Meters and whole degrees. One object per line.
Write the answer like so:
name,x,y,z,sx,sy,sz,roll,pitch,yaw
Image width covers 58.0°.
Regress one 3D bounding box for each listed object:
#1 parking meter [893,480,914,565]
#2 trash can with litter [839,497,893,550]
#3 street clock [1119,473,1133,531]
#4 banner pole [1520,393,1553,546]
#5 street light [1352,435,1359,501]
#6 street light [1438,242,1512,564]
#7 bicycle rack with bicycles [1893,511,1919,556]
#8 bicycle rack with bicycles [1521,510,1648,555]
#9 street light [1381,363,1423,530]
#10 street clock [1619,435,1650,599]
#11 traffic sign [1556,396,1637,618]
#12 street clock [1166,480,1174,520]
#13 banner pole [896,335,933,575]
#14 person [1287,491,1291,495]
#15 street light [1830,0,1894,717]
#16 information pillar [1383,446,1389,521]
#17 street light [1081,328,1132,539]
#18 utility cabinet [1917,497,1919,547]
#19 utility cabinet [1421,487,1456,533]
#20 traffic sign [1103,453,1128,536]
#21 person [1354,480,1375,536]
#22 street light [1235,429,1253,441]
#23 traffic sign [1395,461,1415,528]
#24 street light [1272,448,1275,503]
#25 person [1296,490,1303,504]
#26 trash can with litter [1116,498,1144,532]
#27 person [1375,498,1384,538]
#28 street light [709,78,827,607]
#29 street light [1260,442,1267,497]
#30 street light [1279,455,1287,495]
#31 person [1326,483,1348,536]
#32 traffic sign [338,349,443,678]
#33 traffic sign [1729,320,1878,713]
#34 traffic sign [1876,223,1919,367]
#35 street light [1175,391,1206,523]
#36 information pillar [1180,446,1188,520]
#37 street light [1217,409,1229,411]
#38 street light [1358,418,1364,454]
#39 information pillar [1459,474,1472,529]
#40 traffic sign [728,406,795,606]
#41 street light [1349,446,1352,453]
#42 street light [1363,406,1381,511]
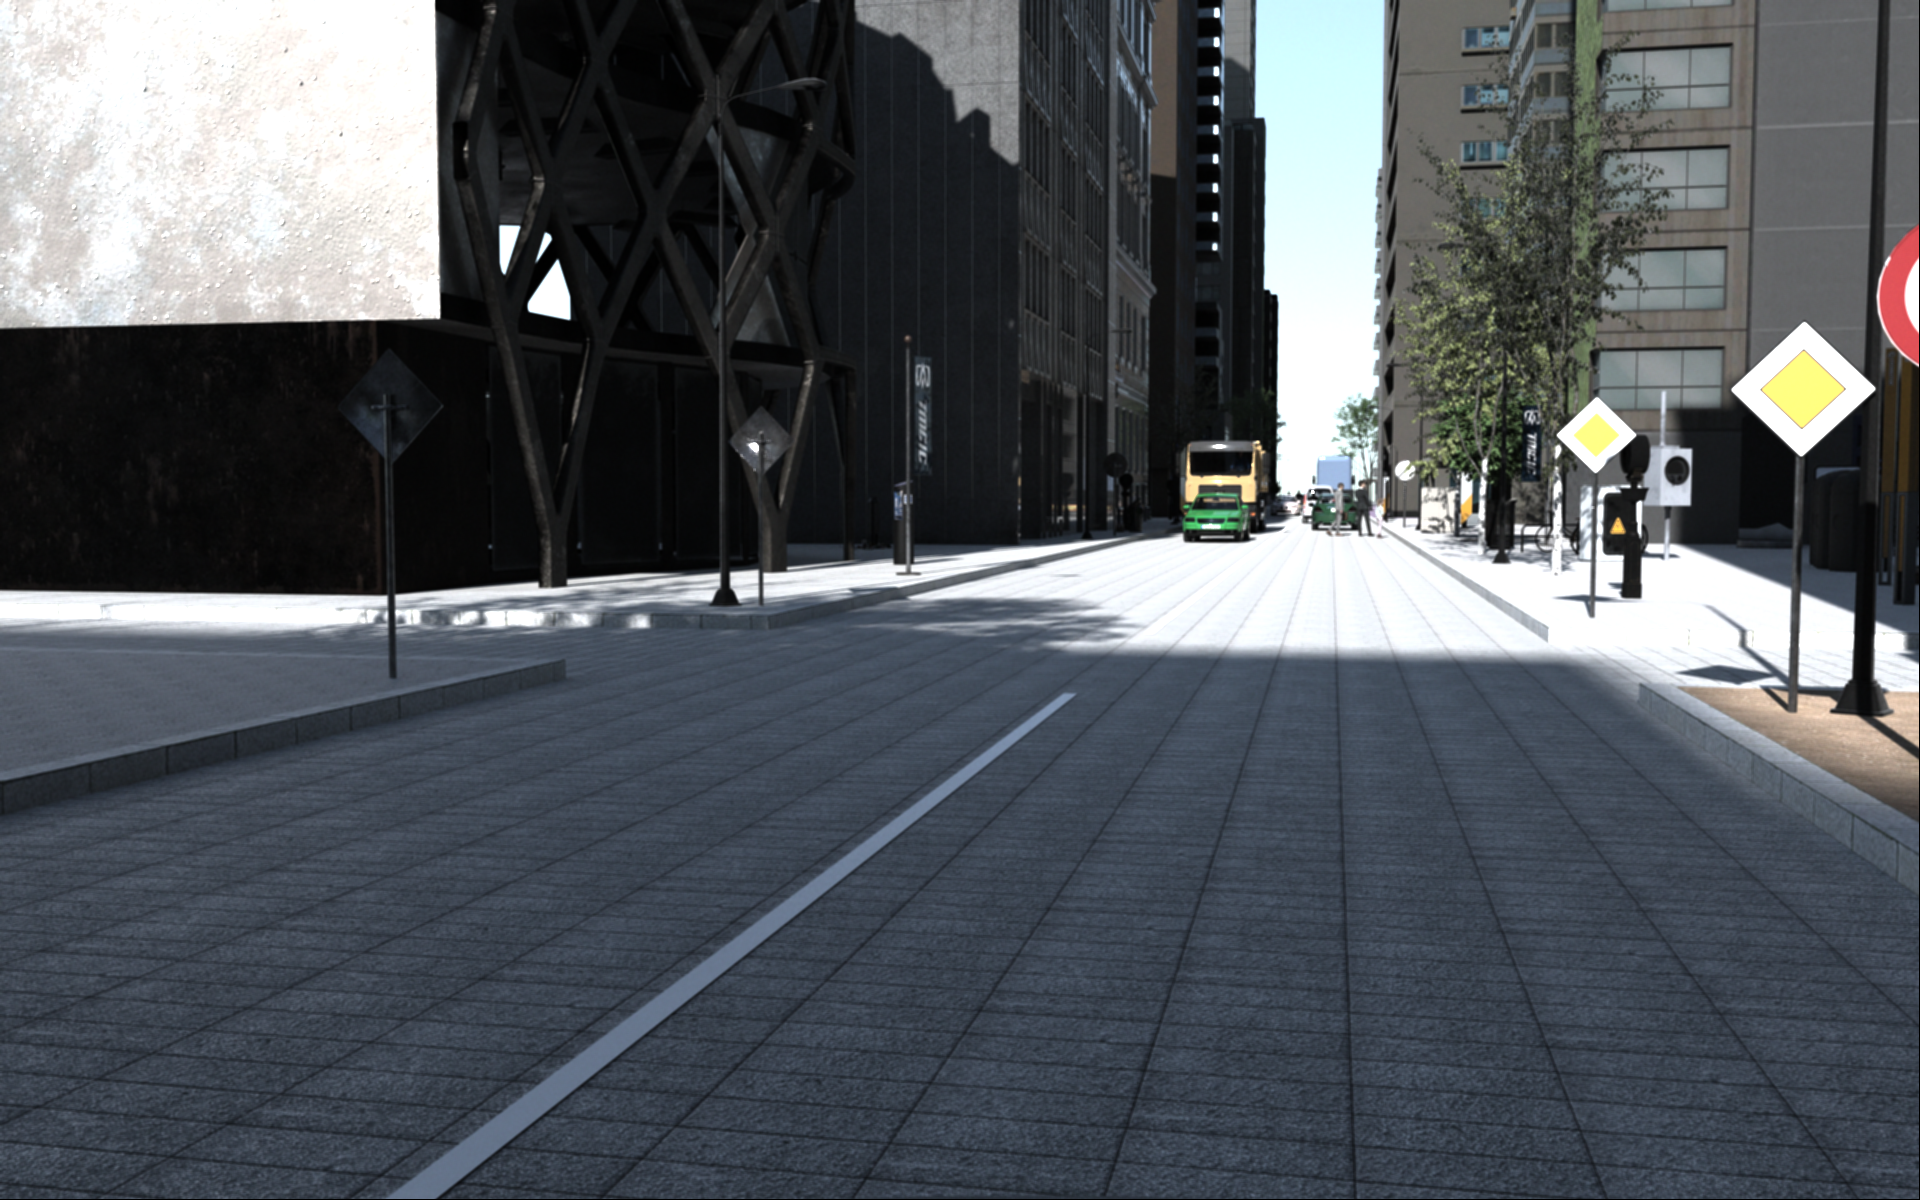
parking meter,-1.026,-1.415,31.542,0.372,1.533,0.369,0,3,0
trash can with litter,-2.192,-1.822,40.840,1.678,1.210,2.233,0,4,8
street clock,5.795,-3.421,60.509,0.471,2.002,0.358,0,4,-7
banner pole,14.387,-3.247,43.104,0.863,3.779,0.401,1,4,14
street light,31.523,-9.937,135.008,1.470,5.913,1.316,1,4,12
street light,9.500,-3.637,32.008,1.470,5.913,1.316,1,4,12
bicycle rack with bicycles,20.177,-1.442,36.954,2.925,0.926,2.852,-1,4,-11
bicycle rack with bicycles,13.724,-1.480,37.588,2.925,0.926,2.852,-1,4,-20
street light,15.828,-5.444,61.553,1.470,5.913,1.316,1,4,12
street clock,8.280,-1.023,21.295,0.358,2.002,0.471,0,4,5
traffic sign,6.560,-0.873,17.919,0.795,2.450,0.064,1,4,12
street clock,10.582,-5.041,86.993,0.471,2.002,0.358,1,4,13
banner pole,-0.684,-2.300,27.615,0.401,3.779,0.863,3,4,36
person,33.938,-10.396,179.001,1.217,1.766,0.721,2,4,35
street light,4.758,-2.297,10.090,1.470,5.913,1.316,1,4,12
information pillar,20.636,-5.661,83.913,0.183,3.616,0.504,-1,4,-11
street light,4.132,-4.665,48.812,1.470,5.913,1.316,1,4,12
utility cabinet,23.636,-1.887,42.012,1.020,1.237,0.306,0,4,-3
utility cabinet,15.707,-2.936,56.678,1.173,1.500,0.318,1,4,23
traffic sign,4.752,-3.244,53.139,0.768,2.556,0.104,1,4,21
person,13.747,-3.124,58.948,0.648,1.900,0.474,3,5,43
street light,20.238,-9.266,124.038,1.470,5.913,1.316,1,4,12
traffic sign,16.989,-4.039,66.144,0.768,2.556,0.104,1,4,20
street light,31.325,-12.431,175.783,1.470,5.913,1.316,1,4,12
person,29.714,-8.734,151.855,0.990,1.755,0.434,3,5,43
trash can with litter,5.680,-2.875,58.393,1.055,1.170,0.624,0,4,6
person,13.691,-2.669,56.409,0.394,1.301,0.425,-2,4,-33
street light,-2.172,-2.879,19.620,1.470,5.913,1.316,1,4,12
street light,26.462,-11.058,153.342,1.470,5.913,1.316,1,4,12
street light,37.612,-14.233,205.244,1.470,5.913,1.316,1,4,12
person,12.992,-3.101,59.317,0.853,1.813,0.709,-1,4,-15
traffic sign,-3.953,-0.512,12.018,0.795,2.450,0.064,1,4,12
traffic sign,4.887,-0.396,10.110,0.795,2.450,0.064,1,4,12
traffic sign,4.481,-0.466,7.719,0.768,2.556,0.104,1,4,21
street light,10.350,-6.446,77.931,1.470,5.913,1.316,1,4,12
information pillar,10.890,-5.680,84.220,0.183,3.616,0.504,-2,4,-27
street light,13.964,-7.479,94.820,1.470,5.913,1.316,1,4,12
street light,25.192,-8.134,105.536,1.470,5.913,1.316,1,4,12
information pillar,18.770,-4.453,64.156,0.504,3.616,0.183,-2,4,-28
traffic sign,-2.280,-0.990,19.827,0.795,2.450,0.064,1,4,12
street light,38.083,-11.809,165.611,1.470,5.913,1.316,1,4,12
street light,22.198,-7.269,91.392,1.470,5.913,1.316,1,4,12
